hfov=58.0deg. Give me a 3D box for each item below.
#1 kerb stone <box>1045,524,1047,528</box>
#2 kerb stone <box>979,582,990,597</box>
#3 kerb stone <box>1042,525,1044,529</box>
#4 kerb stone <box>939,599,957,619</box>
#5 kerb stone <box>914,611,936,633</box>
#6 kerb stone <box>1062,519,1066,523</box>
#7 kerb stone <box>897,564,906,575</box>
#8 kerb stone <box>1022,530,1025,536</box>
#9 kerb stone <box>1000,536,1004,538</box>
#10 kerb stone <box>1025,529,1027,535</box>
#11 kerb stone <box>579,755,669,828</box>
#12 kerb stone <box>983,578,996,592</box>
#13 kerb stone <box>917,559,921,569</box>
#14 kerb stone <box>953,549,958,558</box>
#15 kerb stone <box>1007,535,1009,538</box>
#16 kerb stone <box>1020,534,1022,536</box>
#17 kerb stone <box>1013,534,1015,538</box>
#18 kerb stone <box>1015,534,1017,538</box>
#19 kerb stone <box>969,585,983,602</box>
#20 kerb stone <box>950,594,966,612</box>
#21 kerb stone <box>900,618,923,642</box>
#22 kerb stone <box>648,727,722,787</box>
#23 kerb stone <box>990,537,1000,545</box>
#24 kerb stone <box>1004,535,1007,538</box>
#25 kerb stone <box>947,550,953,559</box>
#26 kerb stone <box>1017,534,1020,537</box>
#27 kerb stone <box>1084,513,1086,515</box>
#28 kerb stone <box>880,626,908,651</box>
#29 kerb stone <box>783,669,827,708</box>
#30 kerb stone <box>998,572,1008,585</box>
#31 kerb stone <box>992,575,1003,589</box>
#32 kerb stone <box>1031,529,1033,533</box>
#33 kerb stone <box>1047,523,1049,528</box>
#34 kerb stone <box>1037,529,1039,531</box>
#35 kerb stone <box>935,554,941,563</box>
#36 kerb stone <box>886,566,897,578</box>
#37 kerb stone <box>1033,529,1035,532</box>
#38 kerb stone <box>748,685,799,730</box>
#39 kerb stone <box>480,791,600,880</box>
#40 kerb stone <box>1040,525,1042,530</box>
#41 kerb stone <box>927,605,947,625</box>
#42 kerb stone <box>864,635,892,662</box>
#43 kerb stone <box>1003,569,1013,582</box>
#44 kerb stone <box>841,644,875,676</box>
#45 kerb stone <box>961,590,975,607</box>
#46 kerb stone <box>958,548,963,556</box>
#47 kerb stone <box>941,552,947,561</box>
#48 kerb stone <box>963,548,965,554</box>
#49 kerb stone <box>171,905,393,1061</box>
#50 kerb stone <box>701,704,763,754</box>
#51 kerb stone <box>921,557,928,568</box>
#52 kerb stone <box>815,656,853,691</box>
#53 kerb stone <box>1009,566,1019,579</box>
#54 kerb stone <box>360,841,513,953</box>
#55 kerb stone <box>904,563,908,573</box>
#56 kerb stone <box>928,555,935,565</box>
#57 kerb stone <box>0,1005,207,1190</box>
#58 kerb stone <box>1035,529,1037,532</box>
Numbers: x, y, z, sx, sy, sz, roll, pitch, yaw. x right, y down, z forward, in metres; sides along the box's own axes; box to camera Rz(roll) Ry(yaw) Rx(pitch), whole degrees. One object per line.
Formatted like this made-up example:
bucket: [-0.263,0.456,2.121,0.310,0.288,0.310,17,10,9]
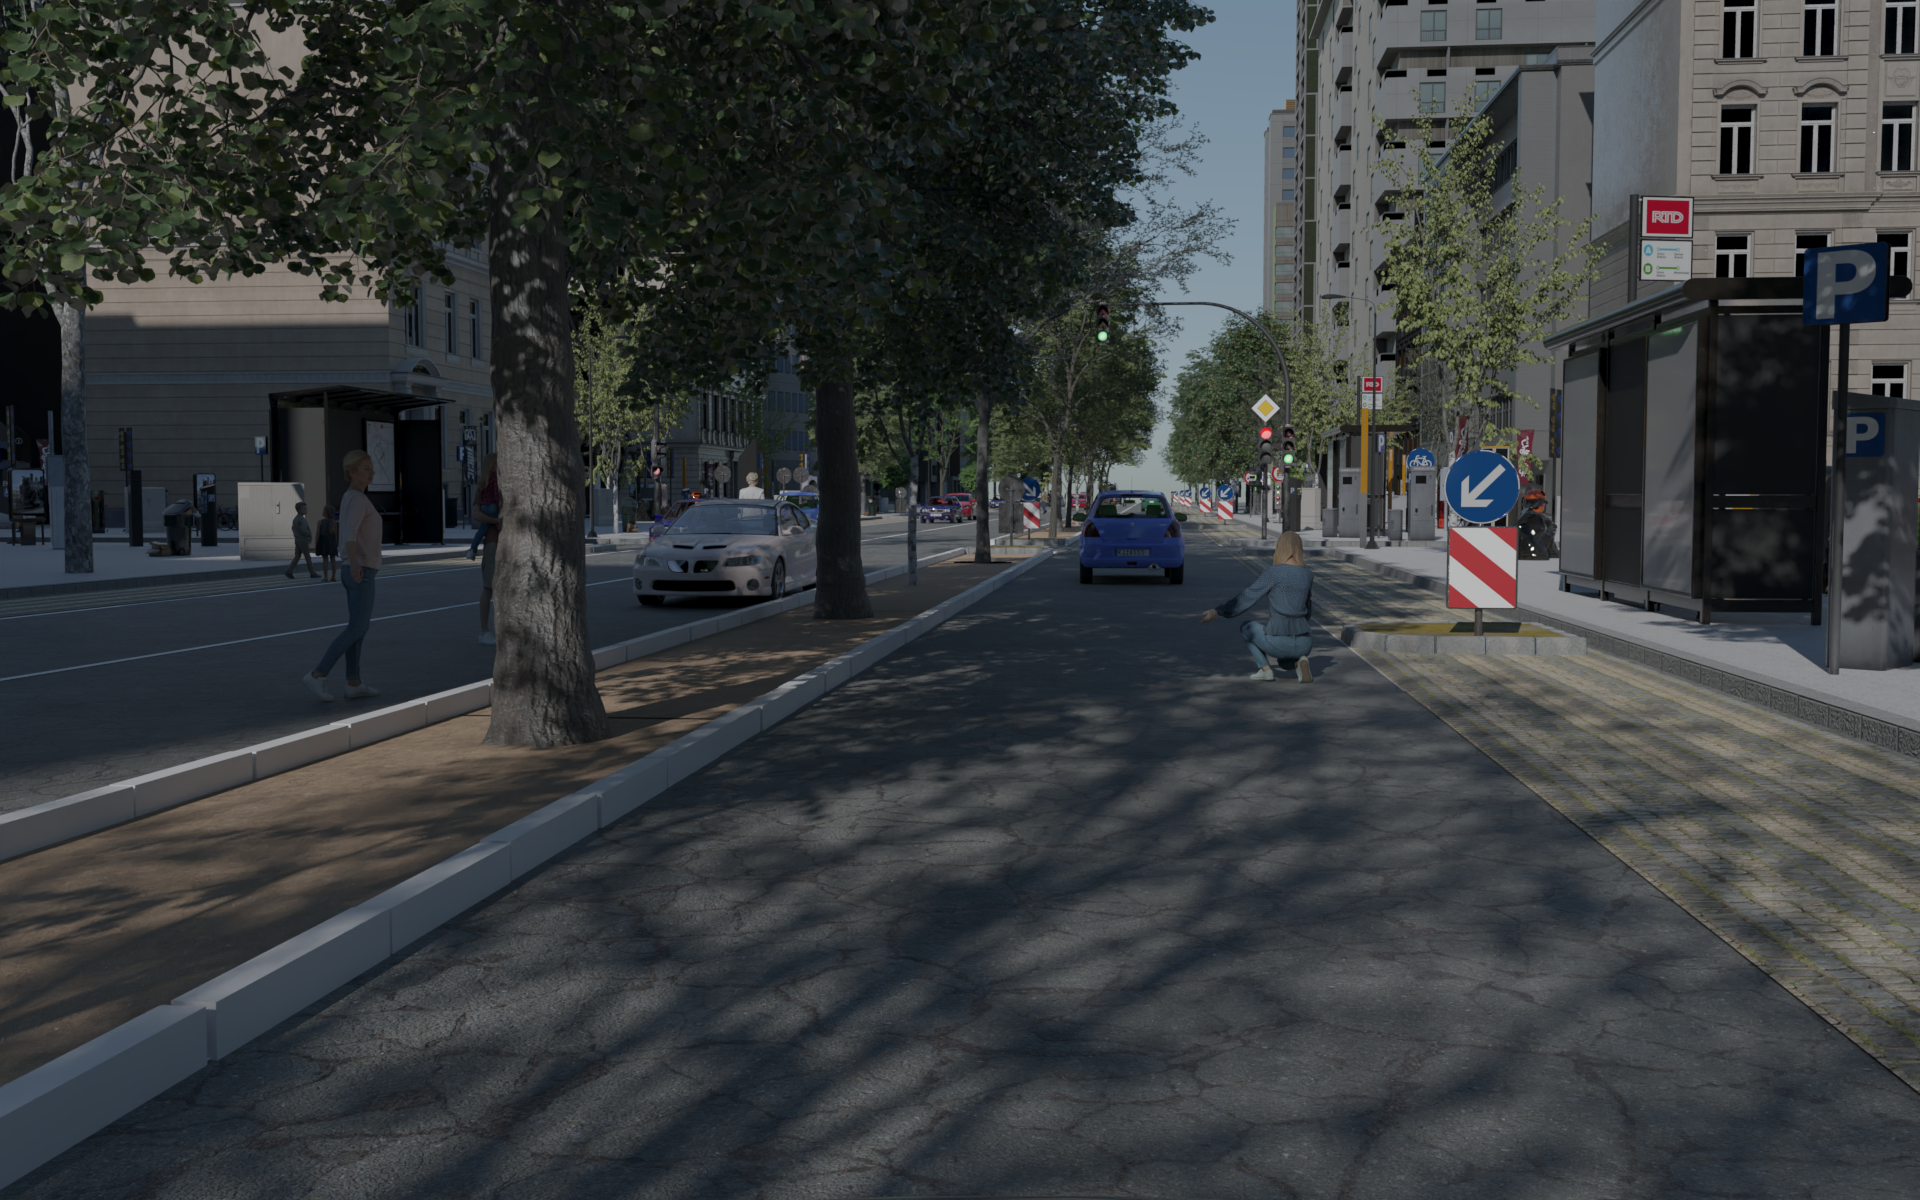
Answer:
kerb stone: [3.373,-2.974,70.878,0.120,0.150,1.000,0,4,6]
kerb stone: [0.277,-0.118,24.228,0.120,0.150,1.000,0,4,6]
kerb stone: [3.147,-2.853,68.838,0.120,0.150,1.000,0,4,6]
kerb stone: [-0.178,0.125,20.155,0.120,0.150,1.000,0,4,6]
kerb stone: [-0.404,0.249,18.123,0.120,0.150,1.000,0,4,6]
kerb stone: [5.529,-4.157,90.215,0.120,0.150,1.000,0,4,6]
kerb stone: [-1.133,-0.510,30.564,0.120,0.150,1.000,0,4,6]
kerb stone: [2.007,-2.223,58.659,0.120,0.150,1.000,0,4,6]
kerb stone: [1.094,-1.729,50.514,0.120,0.150,1.000,0,4,6]
kerb stone: [2.127,-2.291,59.674,0.120,0.150,1.000,0,4,6]
kerb stone: [-1.540,0.873,7.926,0.120,0.150,1.000,0,4,6]
kerb stone: [0.383,-0.186,25.244,0.120,0.150,1.000,0,4,6]
kerb stone: [-0.903,-0.635,32.611,0.120,0.150,1.000,0,4,6]
kerb stone: [-0.213,-1.012,38.736,0.120,0.150,1.000,0,4,6]
kerb stone: [1.323,-1.856,52.546,0.120,0.150,1.000,0,4,6]
kerb stone: [1.895,-2.162,57.642,0.120,0.150,1.000,0,4,6]
kerb stone: [1.556,-1.980,54.584,0.120,0.150,1.000,0,4,6]
kerb stone: [1.662,-2.043,55.600,0.120,0.150,1.000,0,4,6]
kerb stone: [0.168,-0.062,23.211,0.120,0.150,1.000,0,4,6]
kerb stone: [-0.069,0.063,21.172,0.120,0.150,1.000,0,4,6]
kerb stone: [-0.519,0.318,17.108,0.120,0.150,1.000,0,4,6]
kerb stone: [-1.428,0.810,8.947,0.120,0.150,1.000,0,4,6]
kerb stone: [0.974,-1.670,49.493,0.120,0.150,1.000,0,4,6]
kerb stone: [1.209,-1.794,51.531,0.120,0.150,1.000,0,4,6]
kerb stone: [-0.331,-0.943,37.705,0.120,0.150,1.000,0,4,6]
kerb stone: [1.780,-2.106,56.626,0.120,0.150,1.000,0,4,6]
kerb stone: [8.837,-5.960,119.759,0.120,0.150,1.000,0,4,6]
kerb stone: [-0.639,0.374,16.088,0.120,0.150,1.000,0,4,6]
kerb stone: [-1.092,0.623,12.008,0.120,0.150,1.000,0,4,6]
kerb stone: [0.617,-0.305,27.285,0.120,0.150,1.000,0,4,6]
kerb stone: [0.508,-0.249,26.268,0.120,0.150,1.000,0,4,6]
kerb stone: [2.461,-2.479,62.723,0.120,0.150,1.000,0,4,6]
kerb stone: [3.485,-3.040,71.894,0.120,0.150,1.000,0,4,6]
kerb stone: [2.805,-2.666,65.777,0.120,0.150,1.000,0,4,6]
kerb stone: [-0.560,-0.824,35.668,0.120,0.150,1.000,0,4,6]
kerb stone: [-1.243,-0.449,29.530,0.120,0.150,1.000,0,4,6]
kerb stone: [2.574,-2.540,63.742,0.120,0.150,1.000,0,4,6]
kerb stone: [-1.198,0.686,10.986,0.120,0.150,1.000,0,4,6]
kerb stone: [-1.664,0.935,6.910,0.120,0.150,1.000,0,4,6]
kerb stone: [3.033,-2.788,67.814,0.120,0.150,1.000,0,4,6]
kerb stone: [-0.295,0.187,19.140,0.120,0.150,1.000,0,4,6]
kerb stone: [-0.750,0.440,15.071,0.120,0.150,1.000,0,4,6]
kerb stone: [0.731,-0.373,28.301,0.120,0.150,1.000,0,4,6]
kerb stone: [-0.853,0.498,14.048,0.120,0.150,1.000,0,4,6]
kerb stone: [0.049,0.004,22.189,0.120,0.150,1.000,0,4,6]
kerb stone: [-0.096,-1.074,39.752,0.120,0.150,1.000,0,4,6]
kerb stone: [-0.442,-0.885,36.688,0.120,0.150,1.000,0,4,6]
kerb stone: [0.012,-1.136,40.769,0.120,0.150,1.000,0,4,6]
kerb stone: [-1.882,1.059,4.877,0.120,0.150,1.000,0,4,6]
kerb stone: [-1.322,0.748,9.963,0.120,0.150,1.000,0,4,6]
kerb stone: [-0.790,-0.699,33.627,0.120,0.150,1.000,0,4,6]
kerb stone: [-0.972,0.560,13.033,0.120,0.150,1.000,0,4,6]
kerb stone: [0.852,-0.436,29.316,0.120,0.150,1.000,0,4,6]
kerb stone: [-1.772,1.003,5.894,0.120,0.150,1.000,0,4,6]
kerb stone: [-1.012,-0.574,31.579,0.120,0.150,1.000,0,4,6]
kerb stone: [-0.670,-0.762,34.652,0.120,0.150,1.000,0,4,6]
kerb stone: [-2.004,1.123,3.853,0.120,0.150,1.000,0,4,6]
kerb stone: [2.685,-2.603,64.762,0.120,0.150,1.000,0,4,6]
